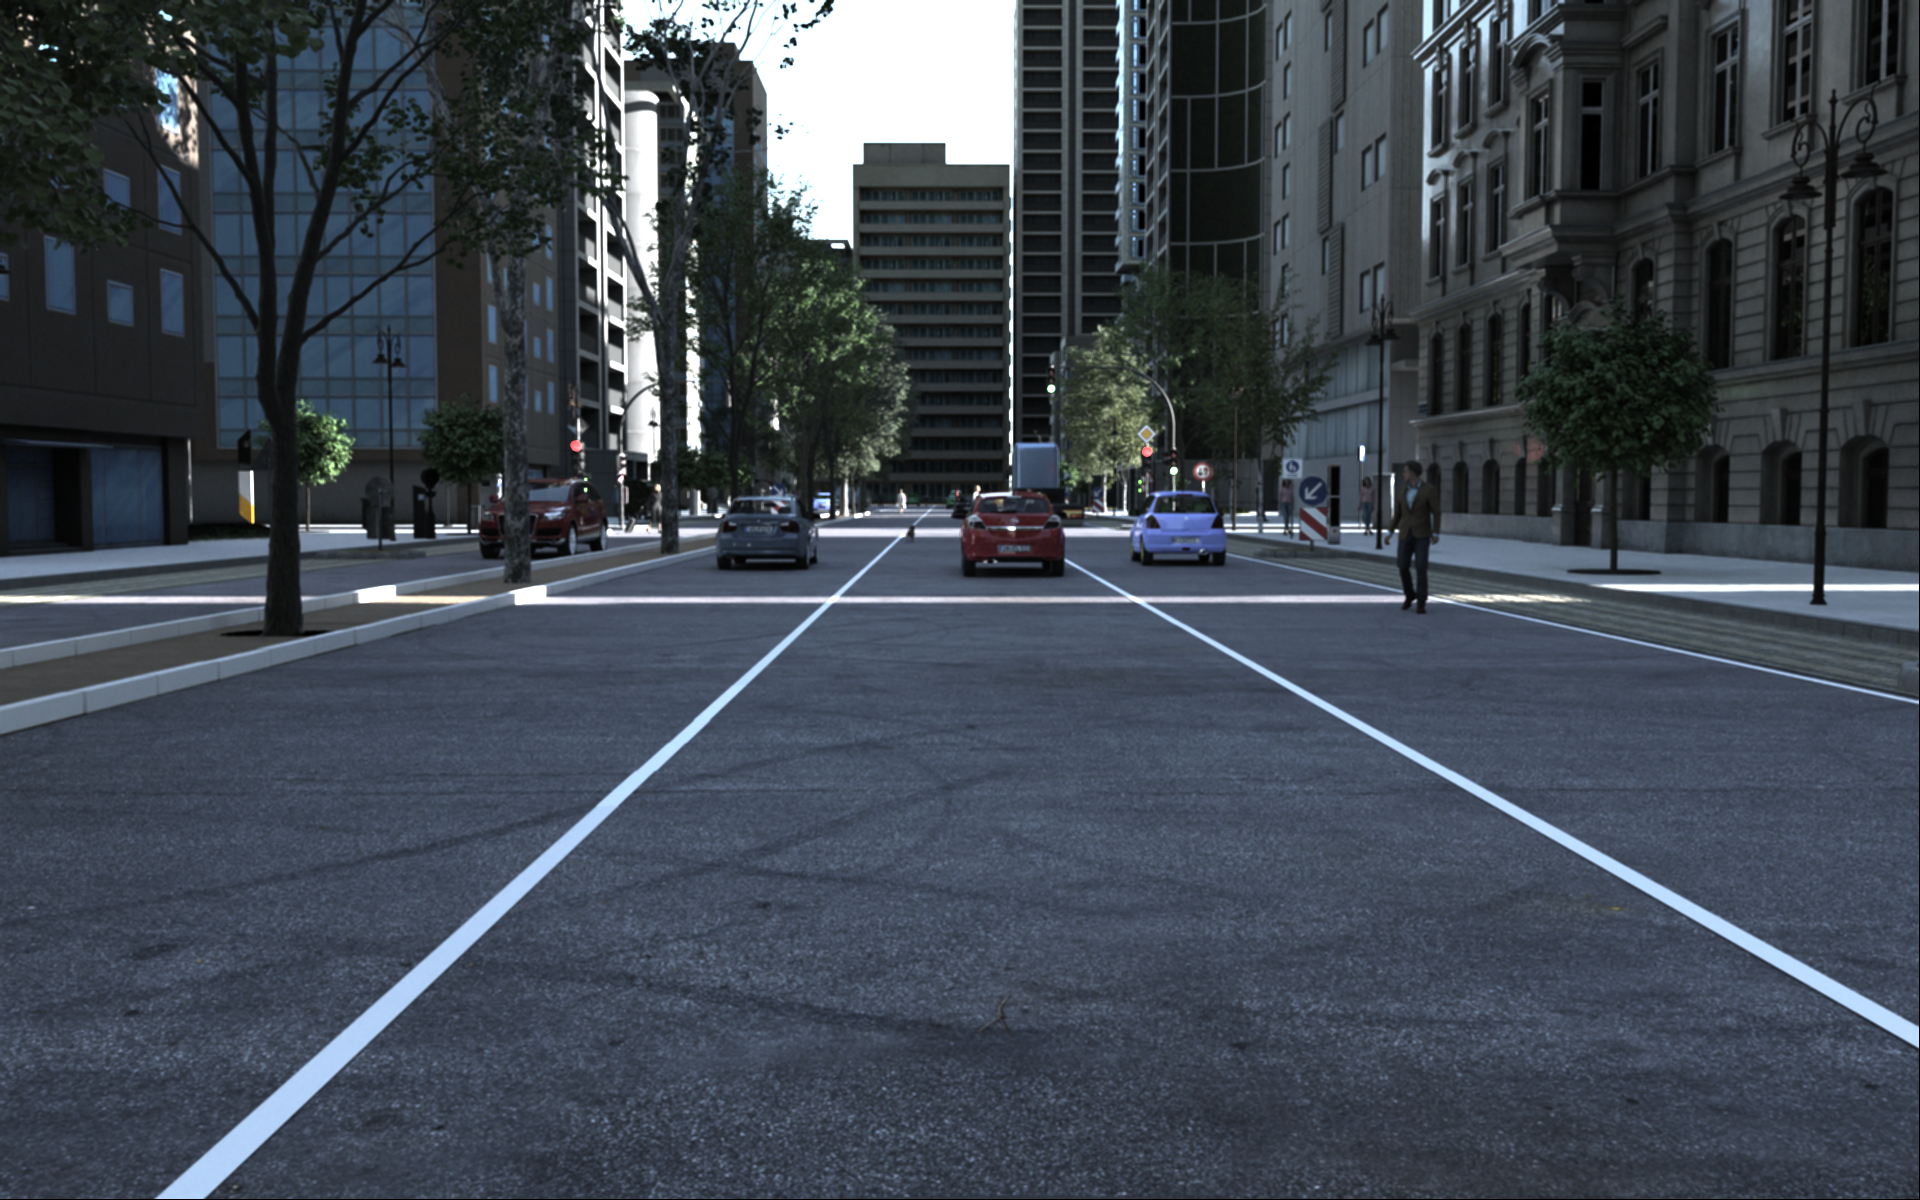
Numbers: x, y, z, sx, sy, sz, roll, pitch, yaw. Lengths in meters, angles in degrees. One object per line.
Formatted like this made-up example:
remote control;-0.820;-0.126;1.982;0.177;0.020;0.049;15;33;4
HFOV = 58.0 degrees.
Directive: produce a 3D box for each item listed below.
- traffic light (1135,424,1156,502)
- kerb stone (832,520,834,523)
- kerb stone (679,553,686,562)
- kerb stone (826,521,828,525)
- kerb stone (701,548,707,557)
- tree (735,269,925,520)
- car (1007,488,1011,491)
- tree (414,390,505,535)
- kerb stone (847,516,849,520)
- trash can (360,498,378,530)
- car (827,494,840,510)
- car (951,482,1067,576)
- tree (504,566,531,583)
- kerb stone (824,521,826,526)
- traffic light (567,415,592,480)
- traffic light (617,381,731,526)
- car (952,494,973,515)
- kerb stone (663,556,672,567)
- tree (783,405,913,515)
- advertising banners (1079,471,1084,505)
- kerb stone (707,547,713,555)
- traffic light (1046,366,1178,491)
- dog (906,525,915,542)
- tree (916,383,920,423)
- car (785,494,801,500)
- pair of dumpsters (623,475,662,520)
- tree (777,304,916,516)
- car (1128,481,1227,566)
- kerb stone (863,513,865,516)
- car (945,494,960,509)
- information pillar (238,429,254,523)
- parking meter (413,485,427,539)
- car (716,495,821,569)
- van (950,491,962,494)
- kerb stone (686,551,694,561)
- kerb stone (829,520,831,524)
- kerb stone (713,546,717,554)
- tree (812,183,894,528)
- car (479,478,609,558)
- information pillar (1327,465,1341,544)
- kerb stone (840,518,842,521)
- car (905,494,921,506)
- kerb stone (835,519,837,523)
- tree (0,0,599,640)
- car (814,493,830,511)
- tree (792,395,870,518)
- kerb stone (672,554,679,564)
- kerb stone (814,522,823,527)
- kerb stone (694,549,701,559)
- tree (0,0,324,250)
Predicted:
traffic light;7.470;-4.938;69.658;0.839;4.253;0.868;0;4;0
kerb stone;-6.262;-3.720;83.010;0.120;0.150;1.000;0;4;0
kerb stone;-5.936;-0.864;36.374;0.120;0.150;1.000;0;4;0
kerb stone;-6.236;-3.462;78.912;0.120;0.150;1.000;0;4;0
kerb stone;-5.943;-1.056;39.462;0.120;0.150;1.000;0;4;0
tree;-6.965;-11.087;94.095;12.009;13.543;11.850;0;3;0
car;3.696;-6.076;108.014;2.281;1.827;5.304;0;4;1
tree;-15.599;-4.343;54.715;4.285;4.588;4.351;0;3;0
kerb stone;-6.352;-4.472;95.315;0.120;0.150;1.000;0;4;0
trash can;-21.006;-3.065;61.763;0.748;1.137;0.748;0;3;0
car;-11.209;-9.056;157.846;2.009;1.686;4.222;0;4;-1
car;0.920;-1.384;31.673;2.155;1.783;4.494;0;4;0
tree;-8.337;-10.382;28.095;12.611;20.169;13.585;0;3;0
kerb stone;-6.233;-3.406;77.881;0.120;0.150;1.000;0;4;0
traffic light;-13.532;-4.439;61.505;0.839;4.253;0.868;0;4;0
traffic light;-11.499;-5.803;69.540;4.771;5.953;1.251;0;4;0
car;0.472;-6.011;108.063;2.009;1.686;4.222;0;3;0
kerb stone;-5.903;-0.742;34.323;0.120;0.150;1.000;0;4;0
tree;-7.401;-11.247;120.759;8.767;10.594;7.601;0;4;0
advertising banners;9.082;-8.158;129.564;0.090;3.025;2.074;1;4;12
kerb stone;-5.962;-1.116;40.494;0.120;0.150;1.000;0;4;0
traffic light;5.437;-5.312;61.517;4.771;5.953;1.251;0;4;0
dog;-1.461;-1.973;51.554;0.540;0.507;0.406;3;4;37
tree;-7.402;-13.477;129.468;9.857;13.997;8.962;0;3;0
car;-10.004;-5.423;100.674;2.014;1.417;4.499;0;4;-1
pair of dumpsters;-15.837;-5.130;86.368;1.574;2.255;4.437;0;4;0
tree;-7.565;-12.399;111.842;9.857;13.997;8.962;0;3;0
car;4.490;-1.614;35.986;1.945;1.707;3.694;0;4;1
kerb stone;-6.487;-5.601;113.771;0.120;0.150;1.000;0;4;0
car;-0.417;-9.727;167.833;1.959;1.807;4.718;0;4;-2
information pillar;-25.607;-4.328;62.113;0.504;3.616;0.183;0;4;3
parking meter;-15.611;-2.548;50.066;0.372;1.533;0.369;0;3;0
car;-3.783;-1.365;34.328;2.014;1.417;4.499;0;4;-1
van;-0.464;-12.462;210.769;2.013;2.044;4.112;0;3;0
kerb stone;-5.935;-0.930;37.406;0.120;0.150;1.000;0;4;0
kerb stone;-6.256;-3.594;80.961;0.120;0.150;1.000;0;4;0
kerb stone;-5.965;-1.182;41.515;0.120;0.150;1.000;0;4;0
tree;-6.930;-7.655;53.377;9.928;11.665;9.643;0;3;0
car;-9.609;-1.934;40.287;2.281;1.827;5.304;0;4;1
information pillar;9.565;-2.434;44.294;0.304;2.012;0.304;0;4;4
kerb stone;-6.307;-4.095;89.150;0.120;0.150;1.000;0;4;0
car;-5.707;-12.116;206.887;1.959;1.807;4.718;0;4;0
kerb stone;-6.280;-3.843;85.057;0.120;0.150;1.000;0;4;0
tree;-6.724;-5.432;17.019;9.928;11.665;9.643;0;3;0
car;-11.765;-8.570;149.705;1.945;1.707;3.694;0;4;-1
tree;-7.395;-9.167;102.699;4.737;8.622;4.395;0;3;0
kerb stone;-5.921;-0.804;35.345;0.120;0.150;1.000;0;4;0
kerb stone;-6.219;-3.281;75.837;0.120;0.150;1.000;0;4;0
kerb stone;-5.944;-0.993;38.438;0.120;0.150;1.000;0;4;0
tree;-6.694;-5.359;8.200;7.486;12.596;7.792;0;3;0
